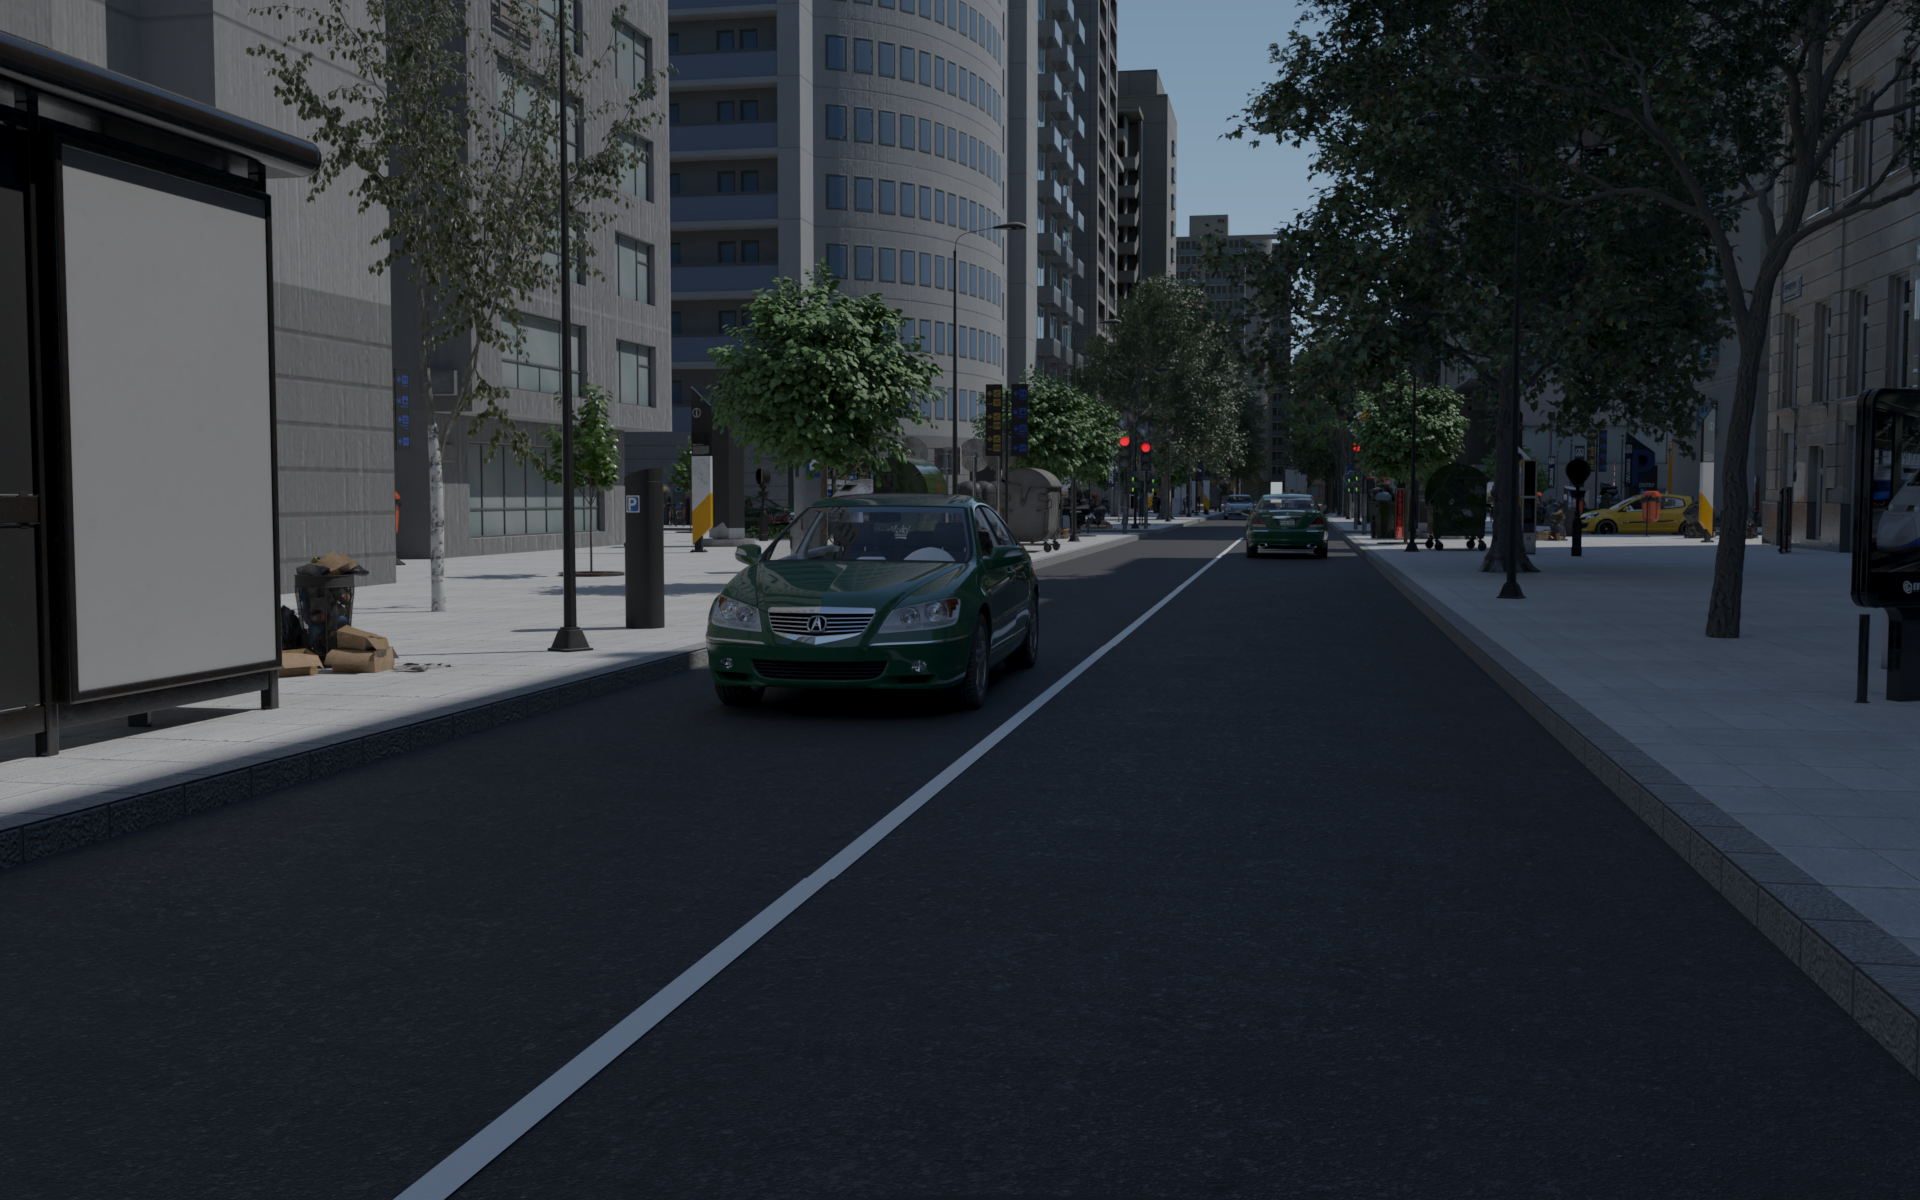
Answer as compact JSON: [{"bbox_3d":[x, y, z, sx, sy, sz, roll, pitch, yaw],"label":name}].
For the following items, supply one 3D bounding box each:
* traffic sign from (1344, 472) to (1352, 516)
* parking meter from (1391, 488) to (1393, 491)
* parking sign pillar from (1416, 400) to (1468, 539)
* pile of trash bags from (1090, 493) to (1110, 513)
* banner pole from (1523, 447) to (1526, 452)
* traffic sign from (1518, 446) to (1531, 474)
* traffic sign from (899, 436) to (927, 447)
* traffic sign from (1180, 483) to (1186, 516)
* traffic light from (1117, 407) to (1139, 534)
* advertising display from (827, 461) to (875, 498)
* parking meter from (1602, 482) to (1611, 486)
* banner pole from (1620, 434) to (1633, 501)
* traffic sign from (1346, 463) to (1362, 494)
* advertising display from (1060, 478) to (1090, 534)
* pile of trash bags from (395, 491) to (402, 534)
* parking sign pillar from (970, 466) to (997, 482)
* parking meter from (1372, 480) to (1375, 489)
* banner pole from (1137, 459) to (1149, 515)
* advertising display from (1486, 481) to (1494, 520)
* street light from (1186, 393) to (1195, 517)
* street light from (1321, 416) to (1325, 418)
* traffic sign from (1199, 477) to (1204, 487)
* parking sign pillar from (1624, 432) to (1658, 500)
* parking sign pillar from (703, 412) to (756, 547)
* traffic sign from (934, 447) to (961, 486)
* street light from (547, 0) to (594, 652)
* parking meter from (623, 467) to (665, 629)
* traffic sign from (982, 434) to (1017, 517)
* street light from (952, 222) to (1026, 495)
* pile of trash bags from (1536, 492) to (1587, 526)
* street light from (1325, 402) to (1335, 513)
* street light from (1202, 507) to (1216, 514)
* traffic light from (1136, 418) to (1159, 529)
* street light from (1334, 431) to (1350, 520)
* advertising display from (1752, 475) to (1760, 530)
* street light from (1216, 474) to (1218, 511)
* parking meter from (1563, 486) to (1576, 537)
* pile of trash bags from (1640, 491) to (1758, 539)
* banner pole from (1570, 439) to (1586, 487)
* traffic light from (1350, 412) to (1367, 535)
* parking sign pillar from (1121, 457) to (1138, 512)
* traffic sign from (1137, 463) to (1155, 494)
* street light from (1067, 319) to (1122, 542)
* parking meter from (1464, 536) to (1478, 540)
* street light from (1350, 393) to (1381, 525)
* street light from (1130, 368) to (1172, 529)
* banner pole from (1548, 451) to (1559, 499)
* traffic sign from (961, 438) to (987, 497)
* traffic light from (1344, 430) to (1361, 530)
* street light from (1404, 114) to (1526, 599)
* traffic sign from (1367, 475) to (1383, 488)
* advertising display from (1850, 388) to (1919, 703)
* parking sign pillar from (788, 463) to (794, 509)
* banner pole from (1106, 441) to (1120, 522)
[{"bbox_3d":[20.495,-5.547,90.796,0.768,2.556,0.104,1,4,16],"label":"traffic sign"},{"bbox_3d":[17.243,-3.752,69.753,0.372,1.533,0.369,0,3,0],"label":"parking meter"},{"bbox_3d":[13.851,-3.744,49.680,1.447,3.967,1.447,1,4,11],"label":"parking sign pillar"},{"bbox_3d":[9.439,-6.764,120.341,1.912,1.369,3.447,0,4,0],"label":"pile of trash bags"},{"bbox_3d":[30.069,-6.263,92.424,0.401,3.779,0.863,2,4,25],"label":"banner pole"},{"bbox_3d":[12.838,-2.377,40.053,0.795,2.450,0.064,1,4,19],"label":"traffic sign"},{"bbox_3d":[-1.081,-2.330,38.198,0.768,2.556,0.104,1,4,15],"label":"traffic sign"},{"bbox_3d":[13.096,-6.272,102.647,0.768,2.556,0.104,1,4,21],"label":"traffic sign"},{"bbox_3d":[5.349,-4.097,55.901,0.839,4.253,0.868,1,4,11],"label":"traffic light"},{"bbox_3d":[-1.995,-1.569,30.865,0.974,1.923,0.123,-1,4,-13],"label":"advertising display"},{"bbox_3d":[31.579,-4.824,84.587,0.399,1.863,0.255,3,4,38],"label":"parking meter"},{"bbox_3d":[27.950,-5.060,72.742,0.863,3.779,0.401,-2,4,-27],"label":"banner pole"},{"bbox_3d":[15.750,-4.215,69.018,0.768,2.556,0.104,1,4,14],"label":"traffic sign"},{"bbox_3d":[3.737,-3.122,56.256,0.974,1.923,0.123,0,4,-2],"label":"advertising display"},{"bbox_3d":[-18.058,-2.619,52.581,3.447,1.369,1.912,2,4,32],"label":"pile of trash bags"},{"bbox_3d":[1.078,-5.312,75.329,1.447,3.967,1.447,2,4,29],"label":"parking sign pillar"},{"bbox_3d":[17.066,-3.983,70.833,0.399,1.863,0.255,-3,5,-42],"label":"parking meter"},{"bbox_3d":[11.447,-7.217,108.018,0.863,3.779,0.401,-2,4,-24],"label":"banner pole"},{"bbox_3d":[26.636,-4.965,86.398,0.974,1.923,0.123,-1,4,-14],"label":"advertising display"},{"bbox_3d":[10.156,-6.558,79.767,1.470,5.913,1.316,1,4,11],"label":"street light"},{"bbox_3d":[19.083,-7.023,87.363,1.470,5.913,1.316,1,4,11],"label":"street light"},{"bbox_3d":[17.833,-7.727,126.438,0.768,2.556,0.104,1,4,17],"label":"traffic sign"},{"bbox_3d":[29.681,-5.321,75.475,1.447,3.967,1.447,0,4,-6],"label":"parking sign pillar"},{"bbox_3d":[-5.747,-3.308,42.553,1.447,3.967,1.447,-2,4,-30],"label":"parking sign pillar"},{"bbox_3d":[-0.276,-2.156,37.376,0.606,2.300,0.079,1,4,19],"label":"traffic sign"},{"bbox_3d":[-2.665,-2.531,13.915,1.470,5.913,1.316,1,4,11],"label":"street light"},{"bbox_3d":[-3.023,-0.500,16.588,0.372,1.533,0.369,0,3,0],"label":"parking meter"},{"bbox_3d":[0.823,-2.214,36.298,0.768,2.556,0.104,1,4,17],"label":"traffic sign"},{"bbox_3d":[0.441,-3.506,29.860,1.470,5.913,1.316,1,4,11],"label":"street light"},{"bbox_3d":[24.036,-3.621,68.948,1.912,1.369,3.447,0,4,-2],"label":"pile of trash bags"},{"bbox_3d":[15.921,-6.048,71.428,1.470,5.913,1.316,1,4,11],"label":"street light"},{"bbox_3d":[13.205,-7.534,95.725,1.470,5.913,1.316,1,4,11],"label":"street light"},{"bbox_3d":[6.872,-4.576,63.740,0.839,4.253,0.868,1,4,11],"label":"traffic light"},{"bbox_3d":[12.644,-5.012,54.493,1.470,5.913,1.316,1,4,11],"label":"street light"},{"bbox_3d":[27.589,-3.353,60.038,0.123,1.923,0.974,1,4,19],"label":"advertising display"},{"bbox_3d":[16.462,-8.543,112.227,1.470,5.913,1.316,1,4,11],"label":"street light"},{"bbox_3d":[18.373,-2.676,52.161,0.372,1.533,0.369,0,3,0],"label":"parking meter"},{"bbox_3d":[21.651,-2.512,50.830,1.912,1.369,3.447,-3,5,-44],"label":"pile of trash bags"},{"bbox_3d":[27.967,-5.423,78.687,0.863,3.779,0.401,3,5,42],"label":"banner pole"},{"bbox_3d":[12.726,-4.010,54.489,0.839,4.253,0.868,1,4,11],"label":"traffic light"},{"bbox_3d":[11.966,-8.206,122.642,1.447,3.967,1.447,2,4,25],"label":"parking sign pillar"},{"bbox_3d":[7.227,-4.129,67.608,0.768,2.556,0.104,1,4,15],"label":"traffic sign"},{"bbox_3d":[3.602,-4.512,46.316,1.470,5.913,1.316,1,4,11],"label":"street light"},{"bbox_3d":[14.391,-2.633,48.760,0.399,1.863,0.255,1,4,10],"label":"parking meter"},{"bbox_3d":[9.512,-4.029,38.419,1.470,5.913,1.316,1,4,11],"label":"street light"},{"bbox_3d":[7.012,-5.582,63.808,1.470,5.913,1.316,1,4,11],"label":"street light"},{"bbox_3d":[34.289,-6.729,100.031,0.401,3.779,0.863,-2,4,-34],"label":"banner pole"},{"bbox_3d":[0.323,-2.416,39.615,0.768,2.556,0.104,1,4,19],"label":"traffic sign"},{"bbox_3d":[14.249,-4.490,62.328,0.839,4.253,0.868,1,4,11],"label":"traffic light"},{"bbox_3d":[6.260,-2.980,21.268,1.470,5.913,1.316,1,4,11],"label":"street light"},{"bbox_3d":[15.423,-3.926,64.196,0.884,2.594,0.081,1,4,15],"label":"traffic sign"},{"bbox_3d":[5.951,-0.338,10.733,0.974,1.923,0.123,-1,4,-19],"label":"advertising display"},{"bbox_3d":[-6.226,-4.956,69.496,1.447,3.967,1.447,0,4,6],"label":"parking sign pillar"},{"bbox_3d":[7.032,-5.440,78.958,0.863,3.779,0.401,2,4,24],"label":"banner pole"}]
